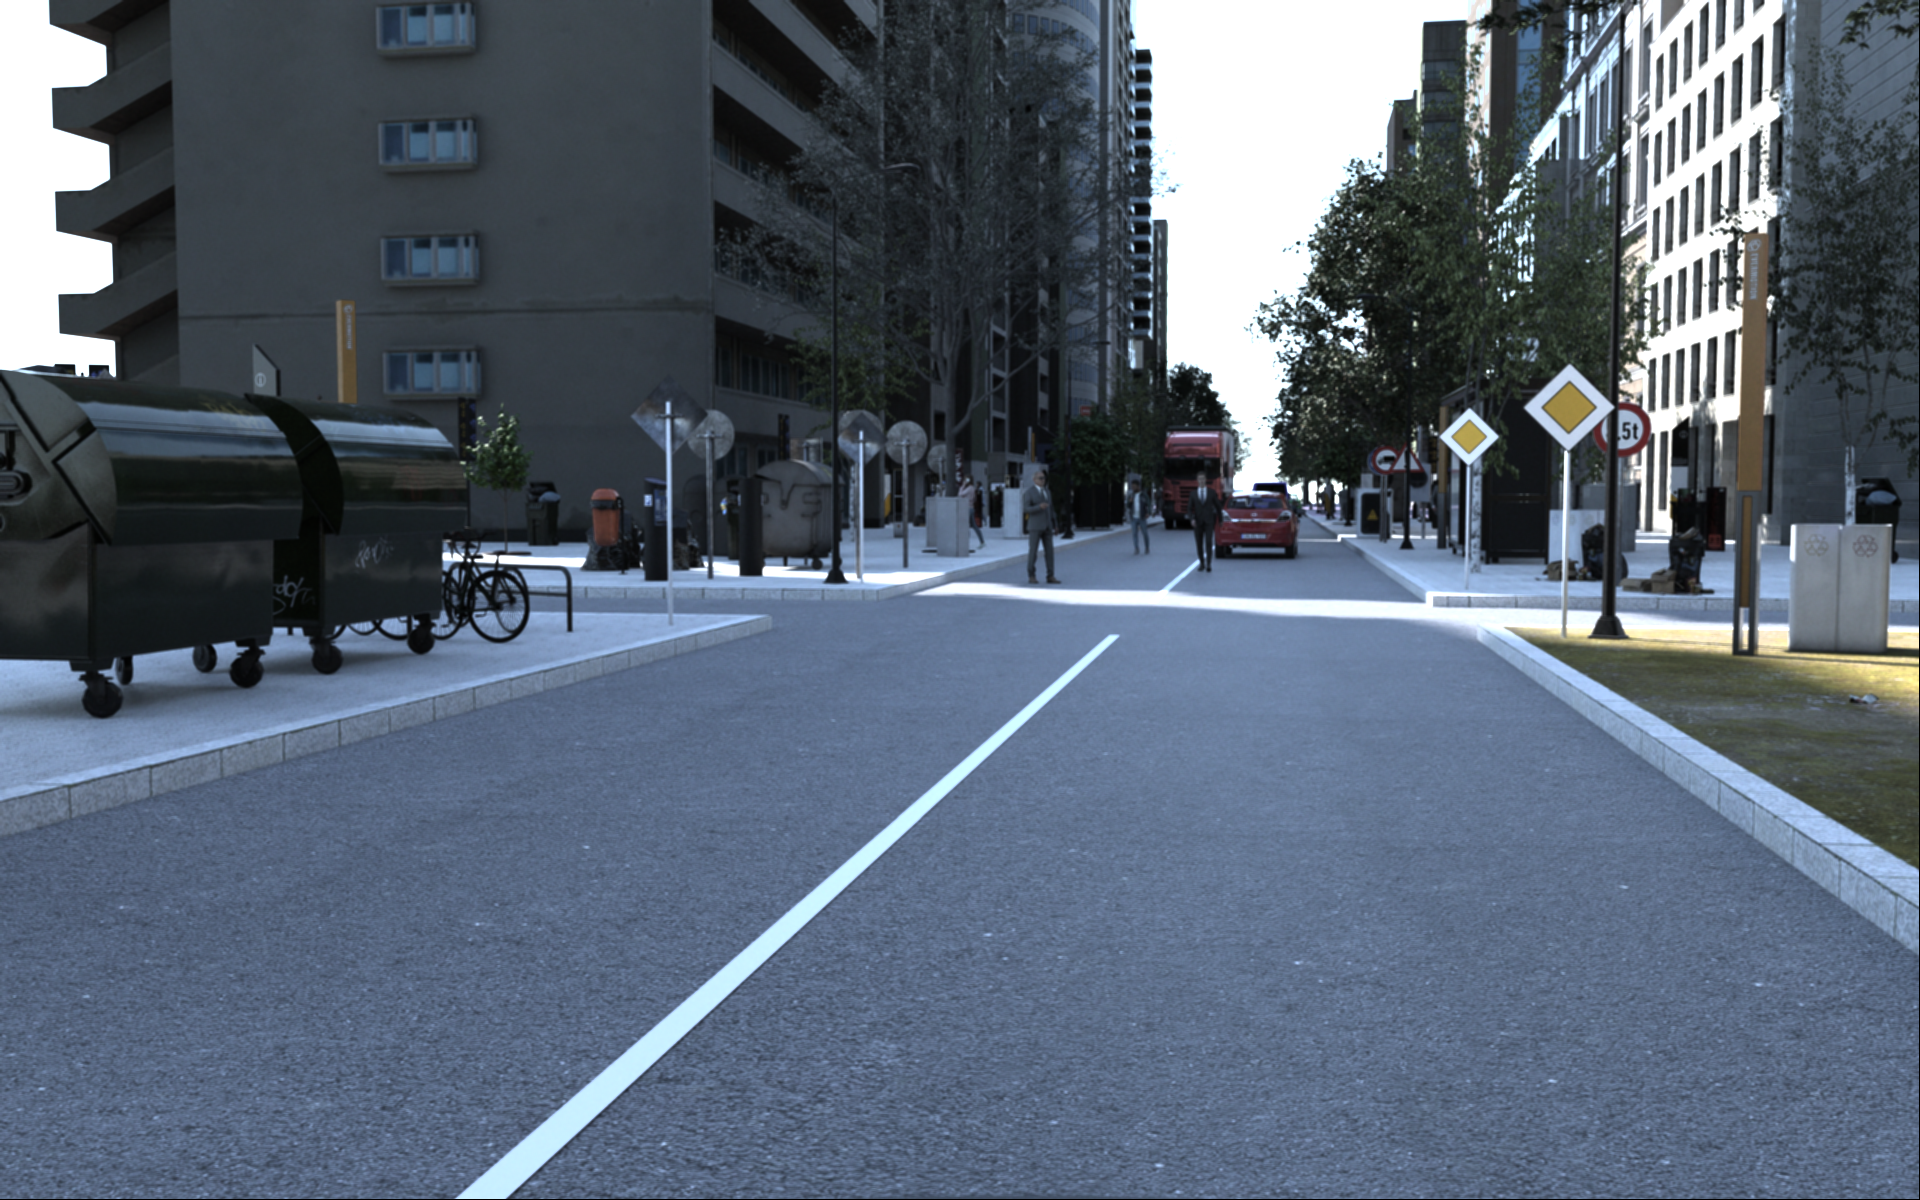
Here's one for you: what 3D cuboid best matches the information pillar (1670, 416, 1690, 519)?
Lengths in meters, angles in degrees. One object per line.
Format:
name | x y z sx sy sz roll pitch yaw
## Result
information pillar | 21.615 -3.709 51.994 0.504 3.616 0.183 2 4 27

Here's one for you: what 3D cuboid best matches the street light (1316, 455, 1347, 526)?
street light | 14.993 -5.910 69.170 1.470 5.913 1.316 1 4 10

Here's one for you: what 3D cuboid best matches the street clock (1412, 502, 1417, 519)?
street clock | 23.665 -5.231 90.092 0.471 2.002 0.358 -2 4 -24

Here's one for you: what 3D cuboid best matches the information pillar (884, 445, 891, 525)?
information pillar | -3.069 -4.978 72.751 0.183 3.616 0.504 -2 4 -29

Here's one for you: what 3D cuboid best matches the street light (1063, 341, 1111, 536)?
street light | 3.866 -4.899 52.633 1.470 5.913 1.316 1 4 10

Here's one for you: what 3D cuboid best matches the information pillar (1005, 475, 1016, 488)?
information pillar | 1.972 -3.888 68.060 0.304 2.012 0.304 -2 4 -34

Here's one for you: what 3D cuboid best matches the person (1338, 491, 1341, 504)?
person | 51.066 -13.851 233.173 0.551 1.740 0.621 3 4 38

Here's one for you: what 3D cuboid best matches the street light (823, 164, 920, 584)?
street light | -1.254 -3.185 24.617 1.470 5.913 1.316 1 4 10

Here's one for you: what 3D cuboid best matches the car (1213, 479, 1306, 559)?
car | 6.888 -1.895 40.025 2.155 1.783 4.494 1 4 12

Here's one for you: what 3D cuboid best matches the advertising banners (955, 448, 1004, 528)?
advertising banners | 0.637 -4.264 65.899 2.074 3.025 0.090 -1 4 -10

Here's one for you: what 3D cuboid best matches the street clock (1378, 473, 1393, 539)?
street clock | 12.063 -2.724 49.104 0.358 2.002 0.471 -1 4 -14

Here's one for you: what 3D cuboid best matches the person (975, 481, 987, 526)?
person | 0.834 -3.836 69.028 0.793 1.790 0.793 3 4 38

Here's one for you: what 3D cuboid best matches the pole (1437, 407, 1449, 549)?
pole | 11.287 -2.852 40.469 0.158 3.312 0.155 0 3 0

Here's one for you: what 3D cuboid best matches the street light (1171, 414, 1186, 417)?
street light | 12.462 -7.832 100.590 1.470 5.913 1.316 1 4 10

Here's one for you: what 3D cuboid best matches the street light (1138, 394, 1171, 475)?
street light | 8.905 -6.613 80.664 1.470 5.913 1.316 1 4 10

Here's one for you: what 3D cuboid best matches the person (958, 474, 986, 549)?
person | 0.274 -2.065 40.388 0.643 1.750 0.593 1 4 15

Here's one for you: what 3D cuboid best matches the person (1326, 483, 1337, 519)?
person | 18.899 -5.031 88.266 0.822 1.834 0.622 -2 4 -29

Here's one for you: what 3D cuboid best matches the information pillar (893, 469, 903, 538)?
information pillar | -1.779 -2.842 50.959 0.304 2.012 0.304 1 4 9

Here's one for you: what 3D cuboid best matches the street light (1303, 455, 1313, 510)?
street light | 20.164 -7.623 97.177 1.470 5.913 1.316 1 4 10

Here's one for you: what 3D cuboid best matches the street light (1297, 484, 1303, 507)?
street light | 23.481 -8.772 115.964 1.470 5.913 1.316 1 4 10

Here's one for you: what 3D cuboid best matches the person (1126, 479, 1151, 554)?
person | 4.265 -1.990 41.384 0.623 1.781 0.721 1 4 11

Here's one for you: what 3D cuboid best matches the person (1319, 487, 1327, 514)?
person | 23.281 -6.334 110.132 0.750 1.759 0.617 -2 4 -28

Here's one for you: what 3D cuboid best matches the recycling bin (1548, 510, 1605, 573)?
recycling bin | 9.876 -0.916 27.538 0.722 1.027 0.722 -1 4 -23

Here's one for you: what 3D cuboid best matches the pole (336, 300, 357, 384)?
pole | -6.471 -1.498 18.342 0.158 3.312 0.155 0 3 0

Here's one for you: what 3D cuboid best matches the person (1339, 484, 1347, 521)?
person | 18.592 -4.753 83.938 0.511 1.800 0.466 -1 4 -19

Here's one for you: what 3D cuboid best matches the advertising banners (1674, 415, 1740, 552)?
advertising banners | 16.989 -2.615 38.948 0.090 3.025 2.074 -2 4 -31

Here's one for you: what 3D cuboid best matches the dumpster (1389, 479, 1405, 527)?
dumpster | 16.607 -3.705 66.338 1.264 1.857 1.865 1 4 10

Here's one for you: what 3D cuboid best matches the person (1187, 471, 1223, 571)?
person | 4.532 -1.459 32.126 0.659 1.850 0.755 1 4 12

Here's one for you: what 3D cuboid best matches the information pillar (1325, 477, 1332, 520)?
information pillar | 18.417 -5.826 86.604 0.183 3.616 0.504 3 4 36

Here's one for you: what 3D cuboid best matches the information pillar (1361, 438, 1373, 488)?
information pillar | 16.471 -4.820 70.168 0.504 3.616 0.183 2 4 27

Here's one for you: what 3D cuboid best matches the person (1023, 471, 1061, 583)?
person | 1.335 -1.166 27.741 0.661 1.801 0.590 -3 4 -37

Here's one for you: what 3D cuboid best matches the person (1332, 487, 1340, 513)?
person | 25.315 -6.828 117.694 0.705 1.822 1.348 -3 4 -37

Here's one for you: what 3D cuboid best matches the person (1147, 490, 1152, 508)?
person | 17.441 -9.375 159.279 1.348 1.831 0.705 -1 4 -13

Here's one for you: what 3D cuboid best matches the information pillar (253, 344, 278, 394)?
information pillar | -10.801 -2.183 27.049 0.504 3.616 0.183 2 4 25

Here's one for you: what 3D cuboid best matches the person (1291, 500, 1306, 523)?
person | 15.950 -4.217 82.944 0.738 1.151 1.012 -3 5 -43

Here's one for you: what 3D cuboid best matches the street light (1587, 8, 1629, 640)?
street light | 5.251 -2.620 15.376 1.470 5.913 1.316 1 4 10

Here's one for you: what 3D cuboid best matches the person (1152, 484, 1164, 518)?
person | 10.722 -5.307 92.783 0.822 1.834 0.622 1 4 10

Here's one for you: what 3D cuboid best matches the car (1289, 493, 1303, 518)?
car | 20.288 -6.030 107.385 1.959 1.807 4.718 1 4 11

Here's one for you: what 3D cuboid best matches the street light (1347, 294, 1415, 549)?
street light | 9.873 -4.141 40.253 1.470 5.913 1.316 1 4 10

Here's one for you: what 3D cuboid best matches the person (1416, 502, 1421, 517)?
person | 25.255 -5.442 95.560 0.362 1.759 0.519 0 4 1

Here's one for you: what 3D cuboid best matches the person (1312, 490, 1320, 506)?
person | 37.017 -10.596 179.386 1.348 1.812 0.705 2 4 28

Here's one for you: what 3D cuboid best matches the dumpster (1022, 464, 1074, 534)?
dumpster | 2.848 -3.302 56.474 1.502 2.255 1.985 1 4 10

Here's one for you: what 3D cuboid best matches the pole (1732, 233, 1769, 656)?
pole | 6.251 -1.214 13.687 0.158 3.312 0.155 0 3 0

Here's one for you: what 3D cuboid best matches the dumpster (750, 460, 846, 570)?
dumpster | -2.790 -1.476 29.899 1.264 1.857 1.865 1 4 10

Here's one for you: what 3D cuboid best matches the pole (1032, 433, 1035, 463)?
pole | 2.379 -3.912 57.804 0.158 3.312 0.155 0 3 0

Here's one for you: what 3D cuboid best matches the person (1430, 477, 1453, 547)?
person | 11.634 -2.146 41.531 0.661 1.777 0.834 0 4 4
